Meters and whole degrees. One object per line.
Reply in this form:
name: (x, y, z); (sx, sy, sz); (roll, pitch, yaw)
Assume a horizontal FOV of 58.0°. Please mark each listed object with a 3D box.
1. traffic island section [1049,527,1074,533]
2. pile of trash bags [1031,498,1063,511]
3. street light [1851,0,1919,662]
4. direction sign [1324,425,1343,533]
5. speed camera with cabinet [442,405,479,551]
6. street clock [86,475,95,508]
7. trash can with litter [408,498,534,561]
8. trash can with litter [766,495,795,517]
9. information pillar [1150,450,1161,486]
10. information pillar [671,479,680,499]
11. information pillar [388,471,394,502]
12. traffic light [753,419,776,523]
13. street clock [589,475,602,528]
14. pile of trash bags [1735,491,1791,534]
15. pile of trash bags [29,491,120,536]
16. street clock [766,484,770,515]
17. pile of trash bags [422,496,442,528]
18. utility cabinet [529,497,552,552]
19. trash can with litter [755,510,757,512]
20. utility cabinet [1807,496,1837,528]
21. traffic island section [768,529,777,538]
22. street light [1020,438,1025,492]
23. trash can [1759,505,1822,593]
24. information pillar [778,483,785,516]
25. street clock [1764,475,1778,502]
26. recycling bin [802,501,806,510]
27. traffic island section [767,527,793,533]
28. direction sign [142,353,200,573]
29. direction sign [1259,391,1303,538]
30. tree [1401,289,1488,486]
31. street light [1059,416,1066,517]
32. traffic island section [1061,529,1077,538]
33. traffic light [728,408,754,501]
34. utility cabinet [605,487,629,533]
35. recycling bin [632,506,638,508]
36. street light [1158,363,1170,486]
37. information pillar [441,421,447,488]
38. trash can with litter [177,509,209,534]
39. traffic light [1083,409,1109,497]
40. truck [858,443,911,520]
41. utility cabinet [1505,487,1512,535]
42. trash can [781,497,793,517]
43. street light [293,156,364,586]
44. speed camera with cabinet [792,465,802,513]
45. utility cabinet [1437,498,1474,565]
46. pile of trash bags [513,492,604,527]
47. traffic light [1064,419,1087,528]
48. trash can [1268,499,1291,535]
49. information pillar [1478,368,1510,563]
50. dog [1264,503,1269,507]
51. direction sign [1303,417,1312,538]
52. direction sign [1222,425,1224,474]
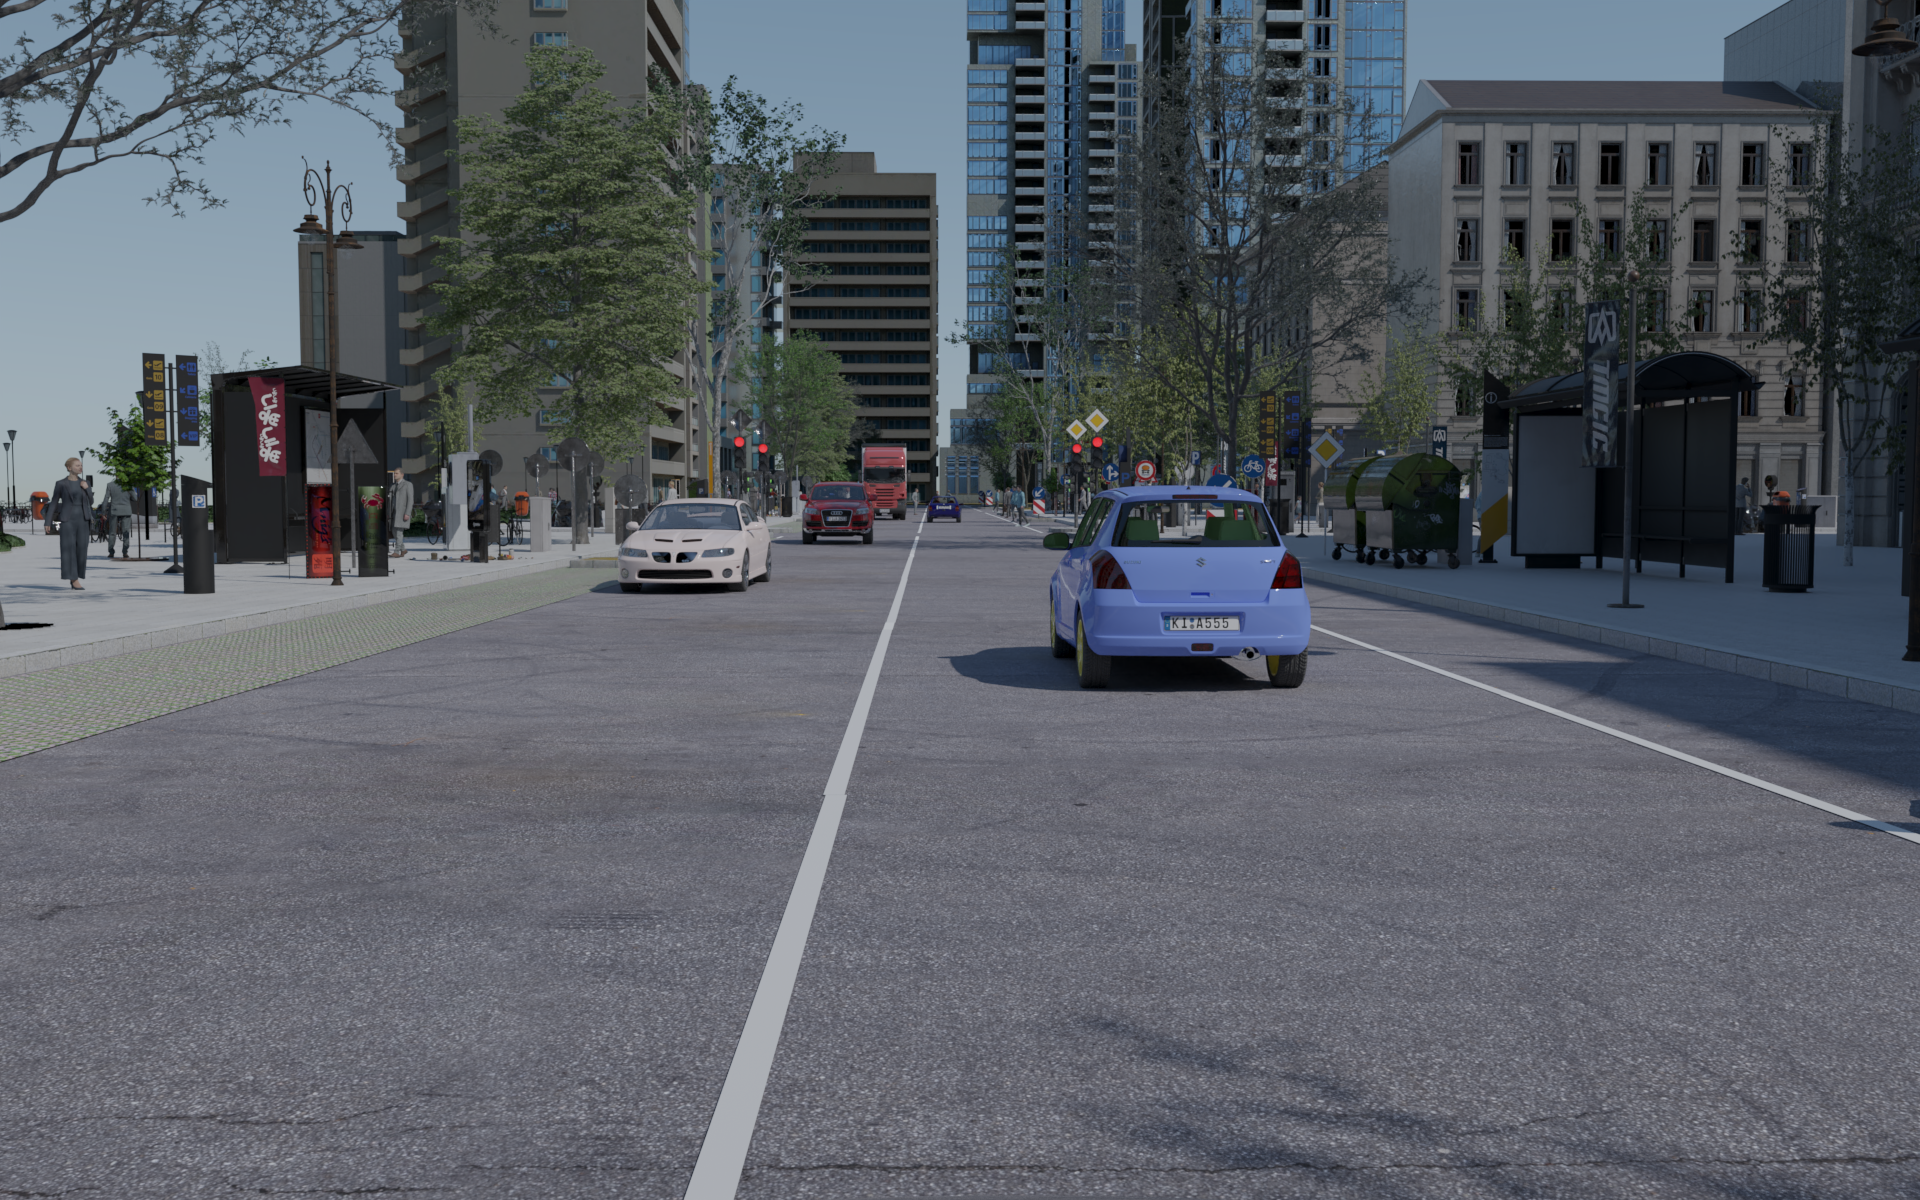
traffic island section: (4.386, -2.620, 65.115); (2.009, 0.180, 2.903); (0, 4, -1)
pile of trash bags: (7.333, -7.660, 134.998); (3.447, 1.369, 1.912); (-2, 4, -28)
street light: (7.348, -2.468, 13.147); (0.468, 5.910, 1.993); (0, 4, -1)
direction sign: (12.310, -3.983, 57.120); (0.876, 3.537, 0.379); (-3, 4, -36)
speed camera with cabinet: (-11.268, -2.729, 38.949); (0.660, 3.252, 2.038); (-1, 4, -23)
street clock: (-33.003, -3.739, 65.707); (0.358, 2.002, 0.471); (-2, 4, -30)
trash can with litter: (-9.589, -1.390, 33.780); (2.233, 1.210, 1.678); (0, 4, 1)
trash can with litter: (-11.218, -5.781, 105.582); (2.233, 1.210, 1.678); (1, 4, 17)
information pillar: (10.514, -6.173, 92.278); (0.504, 3.616, 0.183); (-1, 4, -12)
information pillar: (-14.297, -5.052, 87.093); (0.304, 2.012, 0.304); (2, 4, 28)
information pillar: (-18.342, -3.120, 55.507); (0.304, 2.012, 0.304); (2, 4, 31)
traffic light: (-7.313, -4.640, 64.792); (0.839, 4.253, 0.868); (0, 4, -1)
street clock: (-13.798, -3.735, 65.643); (0.358, 2.002, 0.471); (2, 4, 35)
pile of trash bags: (26.212, -2.875, 56.757); (1.912, 1.369, 3.447); (0, 4, -2)
pile of trash bags: (-28.100, -2.741, 54.576); (3.447, 1.369, 1.912); (2, 4, 27)
street clock: (-11.448, -6.016, 102.932); (0.358, 2.002, 0.471); (0, 4, -4)
pile of trash bags: (-20.221, -3.478, 66.626); (3.447, 1.369, 1.912); (1, 4, 9)
utility cabinet: (-9.352, -1.682, 38.664); (0.306, 1.237, 1.020); (0, 4, -3)
trash can with litter: (-14.358, -6.735, 121.499); (0.624, 1.170, 1.055); (-1, 4, -23)
utility cabinet: (33.200, -3.399, 66.734); (1.020, 1.237, 0.306); (2, 4, 34)
traffic island section: (-7.221, -2.120, 56.942); (2.009, 0.180, 2.903); (0, 4, -1)
street light: (5.074, -10.214, 139.793); (0.468, 5.910, 1.993); (0, 4, -1)
trash can: (10.839, -0.672, 22.646); (0.748, 1.137, 0.748); (0, 3, 0)
information pillar: (-10.649, -6.033, 103.132); (0.304, 2.012, 0.304); (3, 5, 40)
street clock: (30.855, -3.753, 65.929); (0.358, 2.002, 0.471); (-1, 4, -13)
recycling bin: (-12.421, -7.690, 138.293); (0.722, 1.027, 0.722); (0, 4, -4)
traffic island section: (-7.354, -2.608, 64.926); (2.009, 0.180, 2.903); (0, 4, -1)
direction sign: (-12.776, -2.209, 28.122); (0.379, 3.537, 0.876); (3, 5, 42)
direction sign: (7.008, -2.816, 38.031); (0.876, 3.537, 0.379); (0, 4, 8)
tree: (15.773, -6.061, 49.464); (4.737, 8.622, 4.395); (0, 3, 0)
street light: (5.868, -7.629, 97.526); (0.468, 5.910, 1.993); (0, 4, -1)
traffic island section: (4.518, -2.132, 57.131); (2.009, 0.180, 2.903); (0, 4, -1)
traffic light: (-7.181, -4.152, 56.808); (0.839, 4.253, 0.868); (0, 4, -1)
utility cabinet: (-11.282, -2.949, 56.888); (0.318, 1.500, 1.173); (1, 4, 14)
recycling bin: (-13.178, -3.411, 68.320); (0.722, 1.027, 0.722); (1, 4, 18)
street light: (6.599, -5.114, 56.403); (0.468, 5.910, 1.993); (0, 4, -1)
information pillar: (-16.619, -3.941, 55.797); (0.183, 3.616, 0.504); (0, 4, -7)
trash can with litter: (-24.315, -2.651, 54.737); (1.055, 1.170, 0.624); (1, 4, 9)
traffic light: (4.478, -4.165, 57.017); (0.839, 4.253, 0.868); (0, 4, -1)
truck: (-4.315, -6.688, 98.260); (2.839, 4.237, 11.283); (0, 4, -3)
utility cabinet: (16.547, -2.707, 52.942); (1.173, 1.500, 0.318); (-1, 4, -18)
trash can: (-9.548, -5.127, 95.484); (0.748, 1.137, 0.748); (0, 3, 0)
street light: (-8.742, -3.141, 24.136); (0.468, 5.910, 1.993); (0, 4, -1)
speed camera with cabinet: (-11.391, -7.696, 120.166); (0.660, 3.252, 2.038); (0, 4, 2)
utility cabinet: (9.092, -1.262, 31.790); (0.306, 1.237, 1.020); (0, 4, -5)
pile of trash bags: (-15.628, -3.531, 67.481); (3.447, 1.369, 1.912); (-1, 4, -9)
traffic light: (4.346, -4.653, 65.001); (0.839, 4.253, 0.868); (0, 4, -1)
trash can: (9.941, -2.586, 53.927); (0.748, 1.137, 0.748); (0, 3, 0)
information pillar: (9.905, -2.492, 32.099); (0.504, 3.616, 0.183); (1, 4, 15)
dog: (16.098, -4.746, 91.969); (0.513, 0.831, 0.800); (0, 4, -4)
direction sign: (10.092, -3.609, 51.003); (0.379, 3.537, 0.876); (3, 5, 42)
direction sign: (8.728, -4.007, 57.511); (0.379, 3.537, 0.876); (1, 4, 9)
